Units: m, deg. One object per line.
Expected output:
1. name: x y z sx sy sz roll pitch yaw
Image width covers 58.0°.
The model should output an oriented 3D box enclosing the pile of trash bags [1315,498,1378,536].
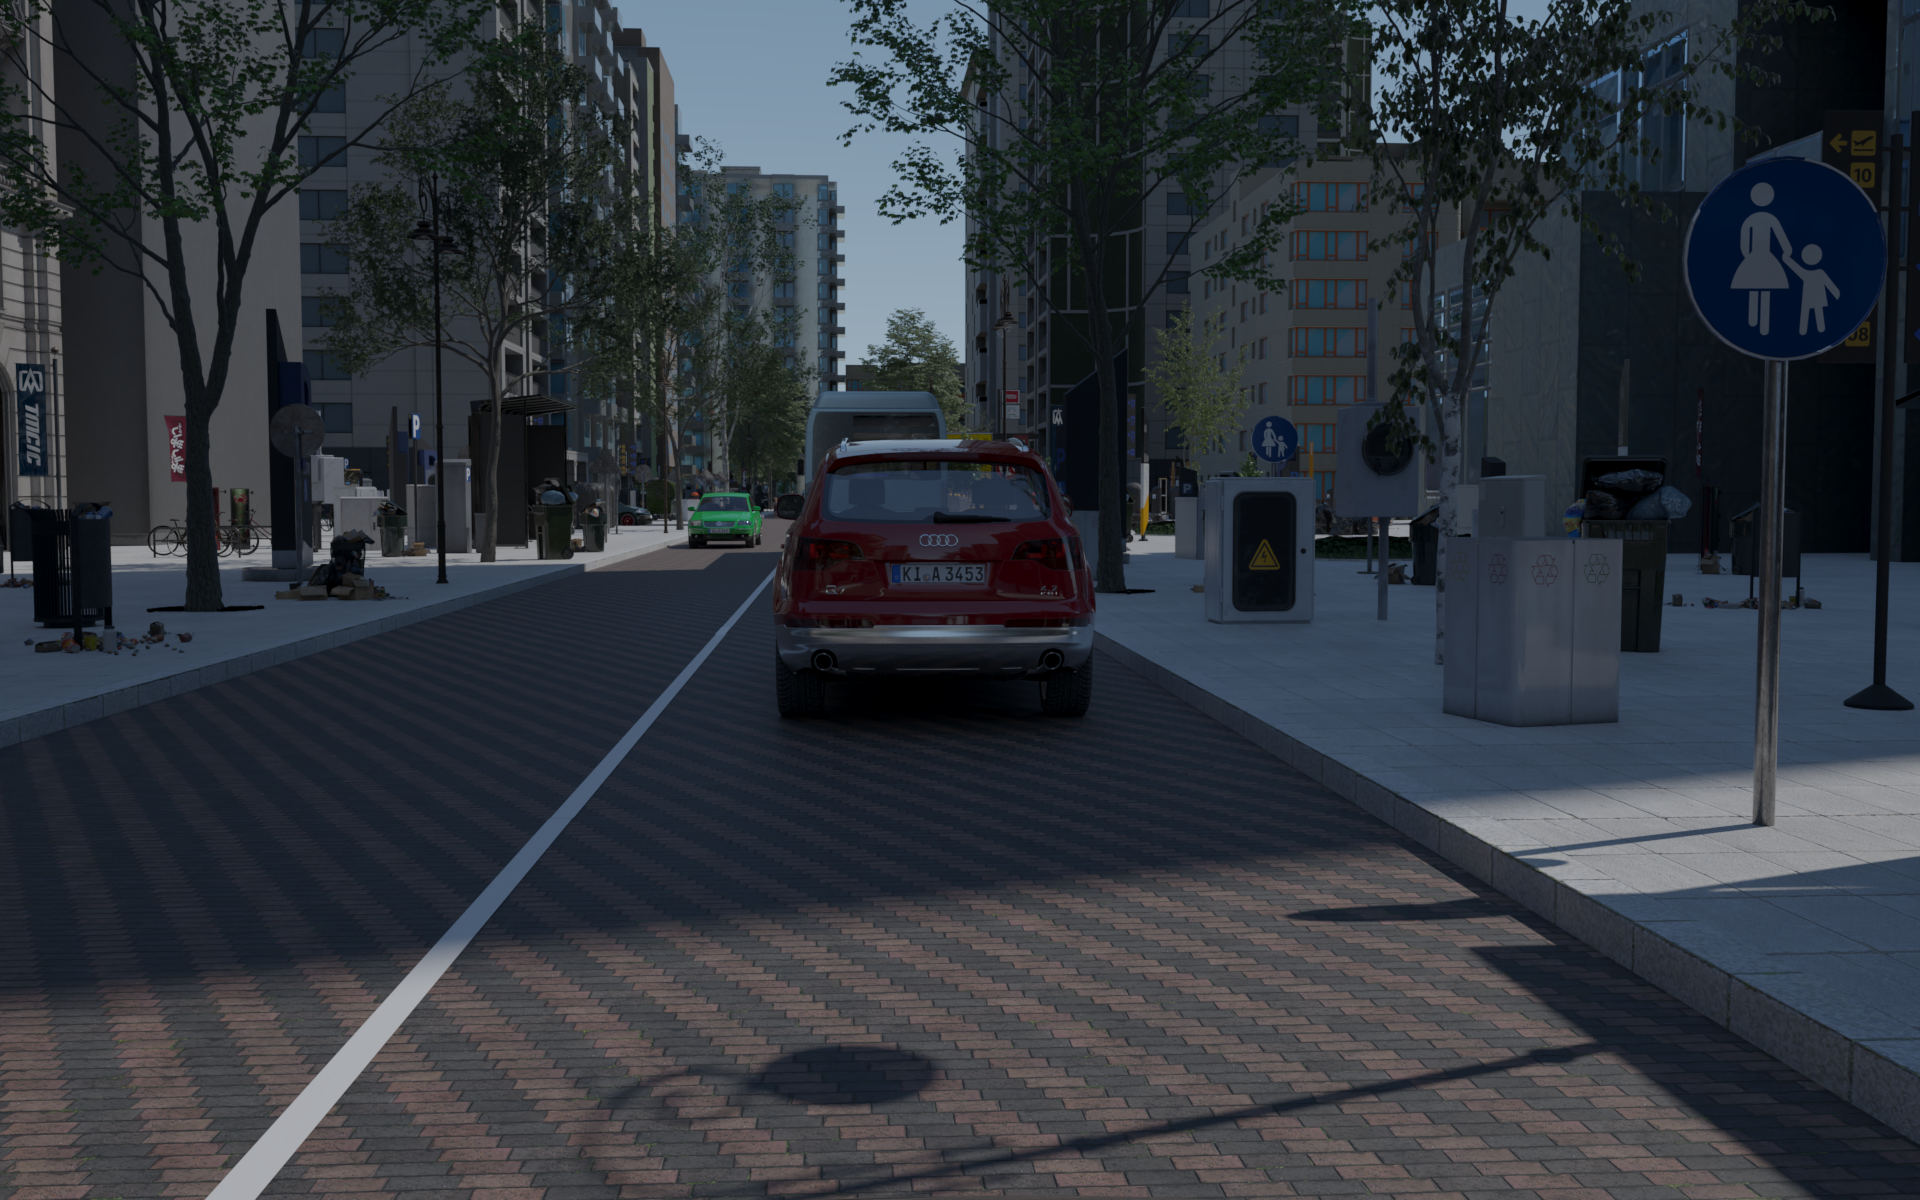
1. pile of trash bags: 12.267 -2.701 53.918 1.912 1.369 3.447 -1 4 -15

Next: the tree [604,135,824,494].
1. tree: -14.027 -14.594 94.499 12.611 20.169 13.585 0 3 0

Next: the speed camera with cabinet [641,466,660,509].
1. speed camera with cabinet: -21.595 -7.720 120.563 2.038 3.252 0.660 -1 4 -19

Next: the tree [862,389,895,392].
1. tree: -5.846 -12.654 141.301 8.767 10.594 7.601 0 4 3

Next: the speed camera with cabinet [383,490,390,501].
1. speed camera with cabinet: -27.814 -5.453 83.500 2.038 3.252 0.660 0 4 -7

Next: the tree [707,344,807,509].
1. tree: -15.293 -13.002 130.709 7.486 12.596 7.792 0 3 0

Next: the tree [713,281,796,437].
1. tree: -9.957 -7.788 61.754 8.767 10.594 7.601 0 4 -1

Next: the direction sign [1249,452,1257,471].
1. direction sign: 15.737 -6.192 93.237 0.379 3.537 0.876 -2 4 -24

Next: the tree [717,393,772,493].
1. tree: -14.966 -10.500 122.036 4.360 8.622 3.978 0 3 0

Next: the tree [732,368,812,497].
1. tree: -18.381 -16.125 170.299 9.857 13.997 8.962 0 3 0

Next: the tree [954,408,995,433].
1. tree: 1.281 -11.902 144.965 4.360 8.622 3.978 0 3 0

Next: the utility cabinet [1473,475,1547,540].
1. utility cabinet: 6.531 -0.727 20.572 0.318 1.500 1.173 -1 4 -8

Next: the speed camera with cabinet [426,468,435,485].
1. speed camera with cabinet: -34.426 -7.151 111.260 2.038 3.252 0.660 3 4 37

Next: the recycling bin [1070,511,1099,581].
1. recycling bin: 1.670 -0.808 25.771 0.722 1.027 0.722 -2 4 -29

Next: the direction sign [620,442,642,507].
1. direction sign: -14.548 -5.129 75.864 0.876 3.537 0.379 -3 5 -43

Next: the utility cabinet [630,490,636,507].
1. utility cabinet: -23.745 -7.151 125.596 1.173 1.500 0.318 3 5 43

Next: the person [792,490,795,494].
1. person: -14.318 -8.614 149.738 0.661 1.777 0.834 3 5 45

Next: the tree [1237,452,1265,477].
1. tree: 13.021 -5.159 78.944 1.663 3.219 1.824 0 3 0

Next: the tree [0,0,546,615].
1. tree: -8.244 -5.693 18.838 9.928 11.665 9.643 0 3 0

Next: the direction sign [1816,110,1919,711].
1. direction sign: 5.536 -1.121 10.330 0.876 3.537 0.379 0 4 -2

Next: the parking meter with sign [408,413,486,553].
1. parking meter with sign: -11.018 -2.532 37.658 1.738 3.016 0.543 0 4 0

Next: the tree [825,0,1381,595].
1. tree: 1.819 -5.905 22.300 9.928 11.665 9.643 0 3 0

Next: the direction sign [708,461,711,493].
1. direction sign: -17.133 -7.743 118.592 0.379 3.537 0.876 0 4 8

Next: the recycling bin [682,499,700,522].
1. recycling bin: -12.698 -4.202 81.257 0.722 1.027 0.722 -3 5 -42

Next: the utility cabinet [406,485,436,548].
1. utility cabinet: -12.779 -2.002 41.405 0.318 1.500 1.173 1 4 12

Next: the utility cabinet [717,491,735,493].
1. utility cabinet: -16.287 -6.842 120.551 1.173 1.500 0.318 -1 4 -21

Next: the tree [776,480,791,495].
1. tree: -20.356 -12.611 200.789 1.663 3.219 1.824 0 3 0

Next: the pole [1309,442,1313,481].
1. pole: 13.681 -4.505 67.507 0.158 3.312 0.155 0 3 0

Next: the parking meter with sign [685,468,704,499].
1. parking meter with sign: -18.167 -7.377 116.869 1.738 3.016 0.543 1 4 10

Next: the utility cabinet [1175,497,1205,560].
1. utility cabinet: 4.598 -1.412 34.251 0.306 1.237 1.020 -1 4 -18

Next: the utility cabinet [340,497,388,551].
1. utility cabinet: -13.476 -1.716 39.215 1.020 1.237 0.306 -2 4 -24

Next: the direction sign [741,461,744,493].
1. direction sign: -14.835 -7.725 118.297 0.379 3.537 0.876 -1 4 -16

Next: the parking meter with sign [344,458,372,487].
1. parking meter with sign: -29.216 -5.421 84.901 1.738 3.016 0.543 -3 5 -44

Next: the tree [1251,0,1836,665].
1. tree: 3.876 -3.824 12.891 4.360 8.622 3.978 0 3 0

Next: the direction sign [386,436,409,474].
1. direction sign: -21.734 -4.588 67.005 0.876 3.537 0.379 0 4 3

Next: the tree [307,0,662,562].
1. tree: -8.544 -5.988 32.318 7.601 10.594 8.767 -1 4 -9

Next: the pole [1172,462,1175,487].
1. pole: 13.525 -7.099 109.916 0.158 3.312 0.155 0 3 0

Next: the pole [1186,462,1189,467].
1. pole: 14.362 -7.058 109.243 0.158 3.312 0.155 0 3 0

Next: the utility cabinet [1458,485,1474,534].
1. utility cabinet: 12.218 -1.999 41.362 0.318 1.500 1.173 -2 4 -28

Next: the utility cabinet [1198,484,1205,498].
1. utility cabinet: 5.205 -1.774 37.683 0.318 1.500 1.173 0 4 -7

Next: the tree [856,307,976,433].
1. tree: -2.743 -11.471 105.680 7.486 12.596 7.792 0 3 0

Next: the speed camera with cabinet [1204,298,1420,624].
1. speed camera with cabinet: 3.516 -1.405 17.315 2.038 3.252 0.660 0 4 -8

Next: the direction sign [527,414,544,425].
1. direction sign: -12.060 -3.462 48.596 0.876 3.537 0.379 -3 5 -40

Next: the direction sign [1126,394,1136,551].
1. direction sign: 3.685 -2.884 39.149 0.379 3.537 0.876 3 5 43

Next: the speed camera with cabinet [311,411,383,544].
1. speed camera with cabinet: -14.582 -2.848 40.903 2.038 3.252 0.660 3 5 39

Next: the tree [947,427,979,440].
1. tree: 0.204 -3.381 49.886 1.663 3.219 1.824 0 3 0

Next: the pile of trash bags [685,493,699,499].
1. pile of trash bags: -14.796 -5.386 97.817 1.912 1.369 3.447 -1 4 -17

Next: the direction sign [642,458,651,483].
1. direction sign: -19.679 -7.166 109.166 0.379 3.537 0.876 -2 4 -35

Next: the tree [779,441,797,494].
1. tree: -18.594 -14.266 183.618 4.737 8.622 4.395 0 3 0

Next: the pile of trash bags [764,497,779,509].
1. pile of trash bags: -17.085 -8.499 148.712 3.447 1.369 1.912 -1 4 -9

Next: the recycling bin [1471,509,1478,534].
1. recycling bin: 8.914 -0.976 28.504 0.722 1.027 0.722 -1 4 -21

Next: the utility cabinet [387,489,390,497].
1. utility cabinet: -26.476 -4.406 80.721 0.318 1.500 1.173 -1 4 -23

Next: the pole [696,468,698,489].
1. pole: -20.714 -8.732 136.617 0.158 3.312 0.155 0 3 0

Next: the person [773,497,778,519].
1. person: -10.592 -5.303 99.877 0.362 1.253 0.373 -1 4 -13

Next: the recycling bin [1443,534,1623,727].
1. recycling bin: 3.270 0.161 9.926 0.722 1.027 0.722 -1 4 -19

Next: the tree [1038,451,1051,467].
1. tree: 3.605 -5.145 78.724 1.663 3.219 1.824 0 3 0

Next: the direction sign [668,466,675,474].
1. direction sign: -23.892 -9.260 143.391 0.379 3.537 0.876 -3 5 -41
